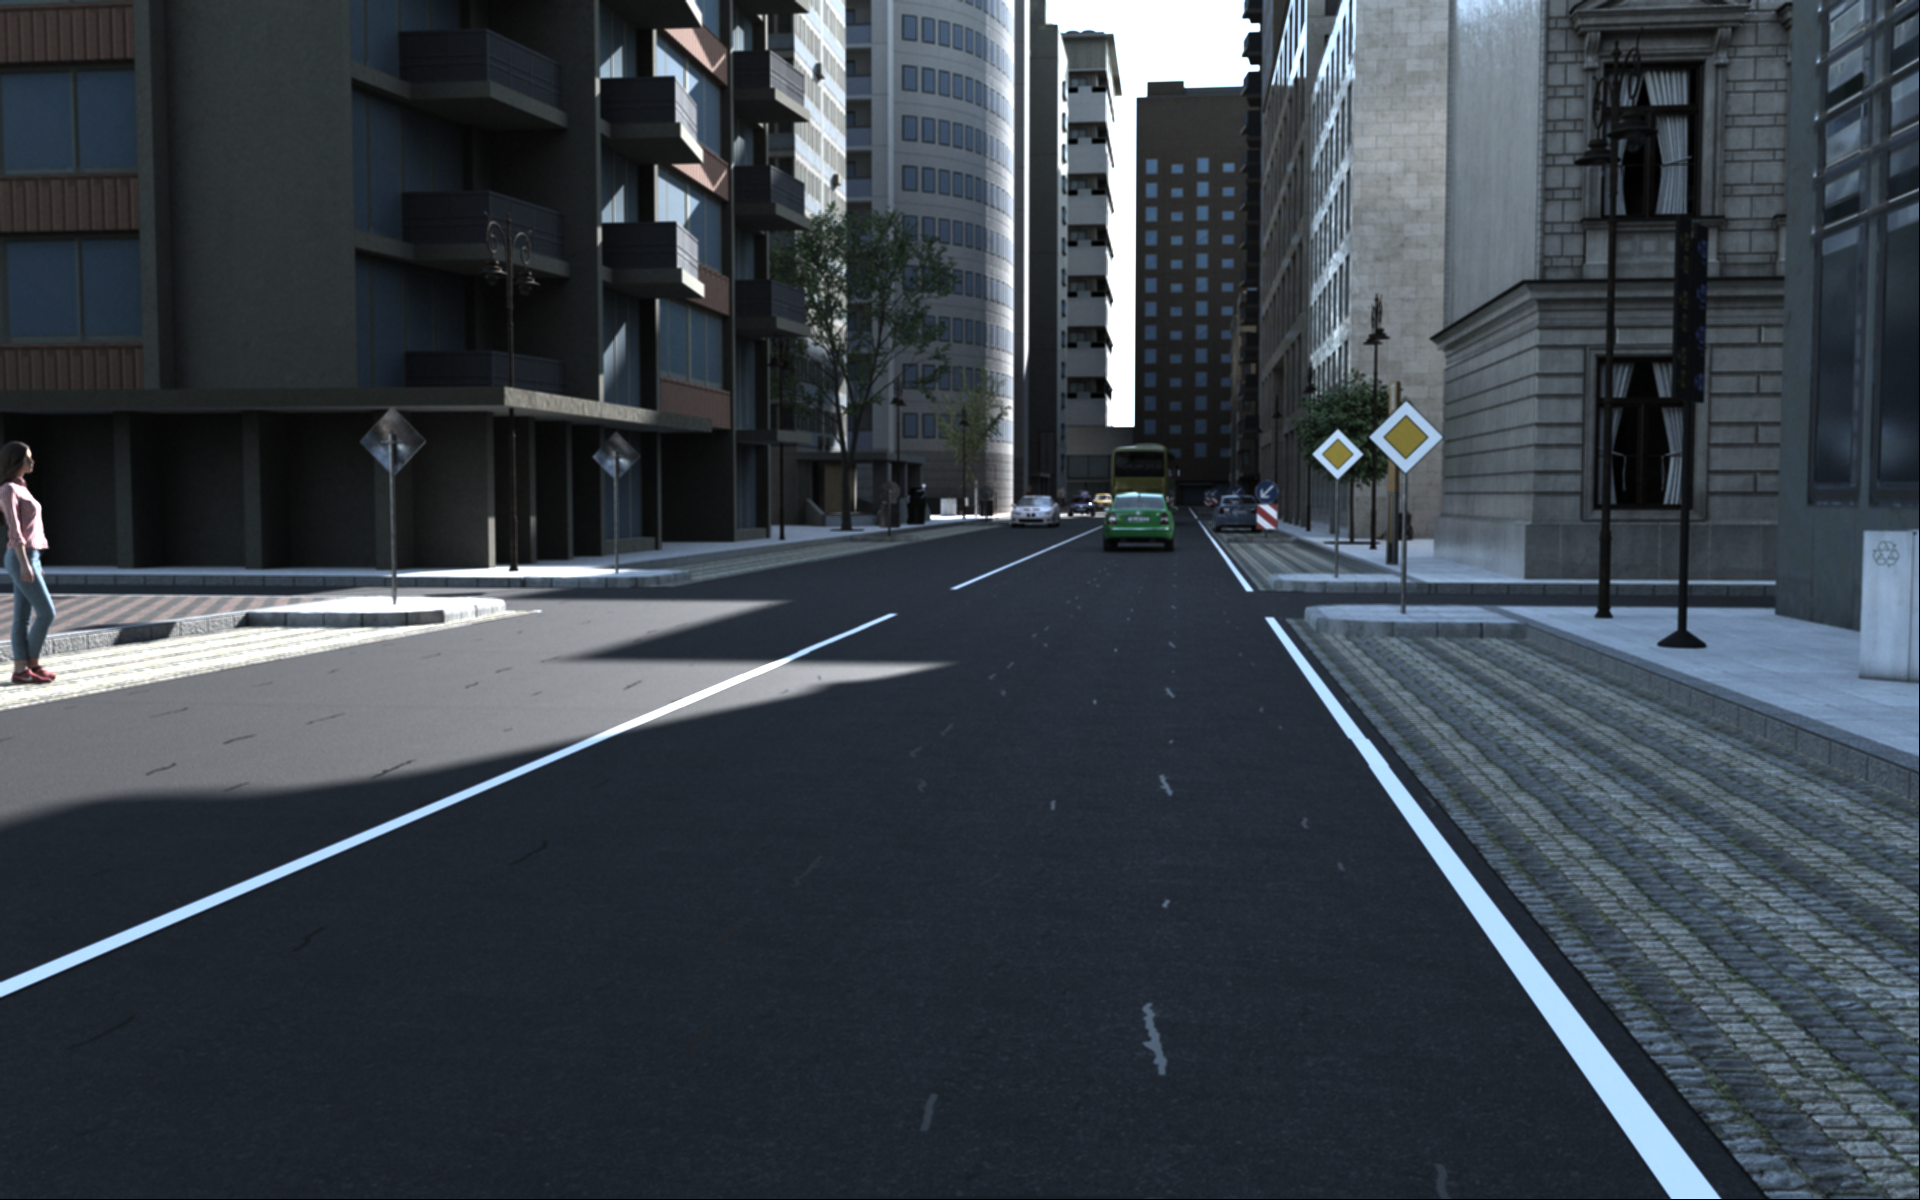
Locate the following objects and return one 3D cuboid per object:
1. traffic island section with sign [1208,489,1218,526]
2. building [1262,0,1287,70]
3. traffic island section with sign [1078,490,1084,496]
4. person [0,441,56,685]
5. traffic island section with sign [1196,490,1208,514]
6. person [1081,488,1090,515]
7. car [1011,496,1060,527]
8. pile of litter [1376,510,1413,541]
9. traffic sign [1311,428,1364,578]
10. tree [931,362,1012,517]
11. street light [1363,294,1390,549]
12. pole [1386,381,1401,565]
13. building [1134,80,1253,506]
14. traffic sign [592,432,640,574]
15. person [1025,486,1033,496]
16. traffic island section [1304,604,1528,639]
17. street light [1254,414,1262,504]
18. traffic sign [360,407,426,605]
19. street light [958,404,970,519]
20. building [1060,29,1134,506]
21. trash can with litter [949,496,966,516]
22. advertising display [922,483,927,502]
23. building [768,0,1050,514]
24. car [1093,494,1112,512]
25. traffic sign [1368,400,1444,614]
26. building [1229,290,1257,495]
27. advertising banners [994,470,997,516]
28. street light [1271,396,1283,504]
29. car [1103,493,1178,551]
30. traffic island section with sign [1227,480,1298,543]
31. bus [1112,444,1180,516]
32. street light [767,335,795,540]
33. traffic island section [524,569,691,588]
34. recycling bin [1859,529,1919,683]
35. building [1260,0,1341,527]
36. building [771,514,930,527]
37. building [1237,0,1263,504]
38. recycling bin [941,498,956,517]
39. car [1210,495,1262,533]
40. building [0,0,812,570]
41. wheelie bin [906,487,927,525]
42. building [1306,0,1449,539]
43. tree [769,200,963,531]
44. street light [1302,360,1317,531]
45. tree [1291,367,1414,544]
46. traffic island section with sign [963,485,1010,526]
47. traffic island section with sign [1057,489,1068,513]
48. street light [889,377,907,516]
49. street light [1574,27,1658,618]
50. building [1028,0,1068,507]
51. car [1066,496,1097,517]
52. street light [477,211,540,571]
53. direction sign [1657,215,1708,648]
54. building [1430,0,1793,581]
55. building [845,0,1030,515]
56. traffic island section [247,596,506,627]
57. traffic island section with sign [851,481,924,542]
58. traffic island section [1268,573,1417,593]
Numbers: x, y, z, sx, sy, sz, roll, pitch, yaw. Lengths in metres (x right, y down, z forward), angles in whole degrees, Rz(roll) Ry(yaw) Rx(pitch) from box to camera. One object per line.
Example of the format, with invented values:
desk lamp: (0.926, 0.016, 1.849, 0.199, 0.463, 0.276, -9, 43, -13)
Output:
traffic island section with sign: (12.273, -4.226, 77.721, 1.989, 1.847, 2.006, 0, 4, 7)
building: (26.416, -28.123, 109.917, 14.600, 45.320, 14.200, 0, 4, 7)
traffic island section with sign: (10.986, -9.027, 156.216, 1.989, 1.847, 2.006, 0, 4, 7)
person: (-6.989, -0.272, 12.957, 0.388, 1.821, 0.555, -2, 4, -33)
traffic island section with sign: (18.557, -7.271, 127.508, 1.989, 1.847, 2.006, 0, 4, 7)
person: (8.699, -6.849, 120.344, 0.709, 1.838, 0.599, 1, 4, 9)
car: (3.341, -3.886, 75.903, 2.083, 1.381, 4.827, 0, 4, 8)
pile of litter: (12.190, -2.118, 48.599, 1.176, 0.858, 1.719, 2, 4, 32)
traffic sign: (5.760, -1.396, 26.470, 0.795, 2.450, 0.064, 0, 4, 7)
tree: (0.651, -8.855, 95.137, 4.737, 8.622, 4.395, 0, 3, 0)
street light: (9.609, -4.117, 40.101, 0.468, 5.910, 1.993, 0, 4, 7)
pole: (7.874, -2.301, 31.459, 0.158, 3.312, 0.155, 0, 3, 0)
building: (26.547, -33.067, 190.752, 14.200, 45.320, 14.600, 0, 4, 7)
traffic sign: (-5.542, -1.485, 27.915, 0.795, 2.450, 0.064, 0, 4, 7)
person: (3.283, -4.486, 81.814, 0.573, 1.828, 0.580, -1, 4, -21)
traffic island section: (4.783, 0.224, 18.622, 2.009, 0.180, 2.903, 0, 4, 7)
street light: (17.138, -7.756, 99.597, 0.468, 5.910, 1.993, 0, 4, 7)
traffic sign: (-6.543, -1.000, 19.992, 0.795, 2.450, 0.064, 0, 4, 7)
street light: (0.211, -7.114, 89.098, 0.468, 5.910, 1.993, 0, 4, 7)
building: (6.583, -37.346, 199.851, 27.495, 52.752, 28.713, 0, 4, 7)
trash can with litter: (-0.236, -5.586, 102.710, 1.055, 1.170, 0.624, -2, 4, -27)
advertising display: (-2.477, -5.988, 103.120, 0.974, 1.923, 0.123, 0, 4, -5)
building: (-8.880, -27.710, 144.944, 32.217, 40.220, 23.993, 0, 4, 7)
car: (11.259, -7.730, 136.606, 2.015, 1.641, 3.980, 1, 4, 9)
traffic sign: (4.759, -0.912, 18.548, 0.795, 2.450, 0.064, 0, 4, 7)
building: (39.299, -19.248, 159.742, 27.650, 21.520, 28.899, 0, 4, 7)
advertising banners: (2.047, -6.348, 99.982, 0.090, 3.025, 2.074, 0, 4, 3)
street light: (14.567, -6.543, 79.773, 0.468, 5.910, 1.993, 0, 4, 7)
car: (4.673, -2.210, 44.928, 1.959, 1.807, 4.718, 0, 4, 7)
traffic island section with sign: (8.880, -2.590, 50.980, 1.989, 1.847, 2.006, 0, 4, 7)
bus: (9.051, -5.666, 84.191, 2.896, 3.916, 12.252, 1, 4, 9)
street light: (-4.999, -4.630, 48.493, 0.468, 5.910, 1.993, 0, 4, 7)
traffic island section: (-5.566, -0.349, 27.979, 2.009, 0.180, 2.903, 0, 4, 7)
recycling bin: (6.746, 0.036, 11.972, 0.722, 1.027, 0.722, -3, 4, -38)
building: (24.865, -16.977, 82.089, 19.350, 26.468, 34.151, 0, 4, 7)
building: (-18.274, -23.567, 77.209, 32.217, 40.220, 23.993, 0, 4, 7)
building: (32.517, -29.126, 130.829, 22.147, 44.769, 28.867, 0, 4, 7)
recycling bin: (-0.657, -5.315, 99.447, 0.722, 1.027, 0.722, -1, 4, -23)
car: (10.442, -3.263, 65.347, 2.014, 1.417, 4.499, 0, 4, 7)
building: (-16.098, -23.702, 42.153, 22.147, 44.769, 28.867, 0, 4, 7)
wheelie bin: (-1.806, -3.991, 73.156, 0.980, 1.594, 0.693, -3, 5, -42)
building: (17.399, -12.371, 57.013, 10.420, 20.320, 16.860, 0, 4, 7)
tree: (-3.876, -8.233, 60.360, 9.928, 11.665, 9.643, 0, 3, 0)
street light: (12.091, -5.330, 59.936, 0.468, 5.910, 1.993, 0, 4, 7)
tree: (10.258, -3.740, 44.860, 4.285, 4.588, 4.351, 0, 3, 0)
traffic island section with sign: (1.238, -4.310, 79.090, 1.989, 1.847, 2.006, 0, 4, 7)
traffic island section with sign: (7.601, -7.391, 129.473, 1.989, 1.847, 2.006, 0, 4, 7)
street light: (-2.438, -5.849, 68.419, 0.468, 5.910, 1.993, 0, 4, 7)
street light: (6.684, -2.753, 17.806, 0.468, 5.910, 1.993, 0, 4, 7)
building: (-0.731, -33.301, 168.172, 21.600, 48.544, 21.300, 0, 4, 7)
car: (7.858, -6.062, 111.698, 1.945, 1.354, 3.894, 0, 4, 5)
street light: (-7.425, -3.417, 28.651, 0.468, 5.910, 1.993, 0, 4, 7)
direction sign: (6.081, -1.375, 14.485, 0.379, 3.537, 0.876, 3, 4, 37)
building: (18.090, -10.056, 29.035, 19.286, 19.102, 10.561, 0, 4, 7)
building: (-6.981, -35.169, 117.017, 21.231, 58.520, 28.212, 0, 4, 7)
traffic island section: (-6.568, 0.136, 20.057, 2.009, 0.180, 2.903, 0, 4, 7)
traffic island section with sign: (-2.152, -2.674, 52.348, 1.989, 1.847, 2.006, 0, 4, 7)
traffic island section: (5.785, -0.261, 26.544, 2.009, 0.180, 2.903, 0, 4, 7)
